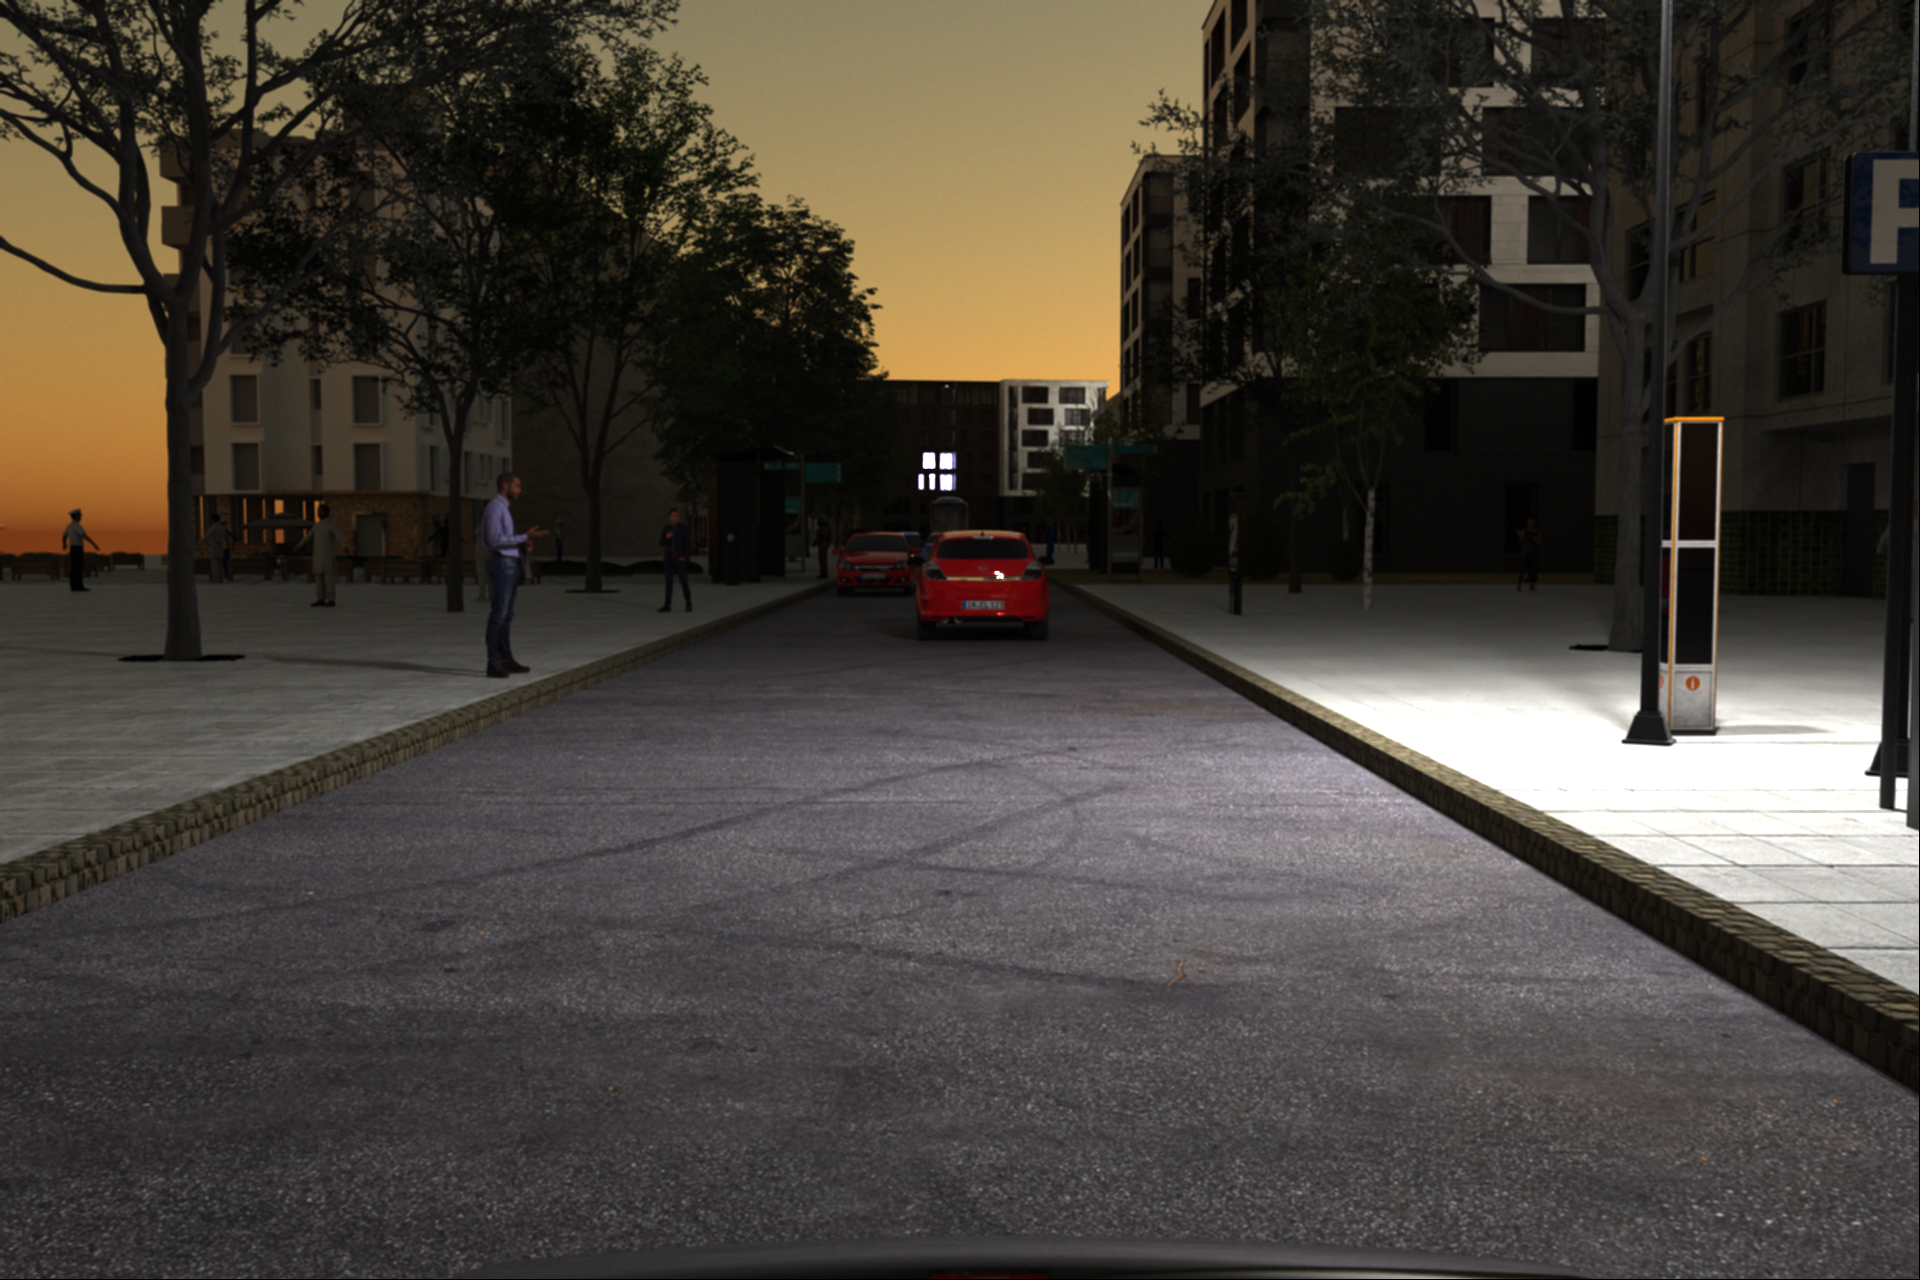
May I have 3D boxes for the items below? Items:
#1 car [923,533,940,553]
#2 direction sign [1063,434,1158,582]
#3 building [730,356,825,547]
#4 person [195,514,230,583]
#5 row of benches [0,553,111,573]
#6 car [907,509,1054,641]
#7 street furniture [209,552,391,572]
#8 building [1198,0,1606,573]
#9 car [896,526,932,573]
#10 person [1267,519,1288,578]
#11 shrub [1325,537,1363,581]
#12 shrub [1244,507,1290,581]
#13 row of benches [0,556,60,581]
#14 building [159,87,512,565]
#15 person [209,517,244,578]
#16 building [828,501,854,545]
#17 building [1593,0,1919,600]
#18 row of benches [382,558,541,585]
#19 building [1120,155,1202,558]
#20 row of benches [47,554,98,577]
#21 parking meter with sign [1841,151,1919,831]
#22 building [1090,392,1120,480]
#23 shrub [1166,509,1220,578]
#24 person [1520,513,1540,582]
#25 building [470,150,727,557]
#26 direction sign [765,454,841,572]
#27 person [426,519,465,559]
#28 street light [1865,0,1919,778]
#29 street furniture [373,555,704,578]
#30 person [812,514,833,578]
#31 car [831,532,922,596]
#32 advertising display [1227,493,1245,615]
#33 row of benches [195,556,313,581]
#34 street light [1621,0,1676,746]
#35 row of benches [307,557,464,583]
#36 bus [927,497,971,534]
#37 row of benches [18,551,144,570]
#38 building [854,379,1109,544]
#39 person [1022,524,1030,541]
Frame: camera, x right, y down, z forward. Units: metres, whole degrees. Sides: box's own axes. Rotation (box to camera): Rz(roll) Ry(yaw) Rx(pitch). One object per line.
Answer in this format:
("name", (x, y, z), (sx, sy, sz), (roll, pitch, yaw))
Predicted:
("car", (-0.809, -4.436, 81.572), (2.155, 1.783, 4.494), (0, 3, 0))
("direction sign", (4.004, -3.491, 45.843), (2.525, 3.948, 1.411), (0, 4, 1))
("building", (-23.905, -19.546, 186.036), (16.747, 18.905, 31.486), (0, 4, 0))
("person", (-19.401, -2.381, 45.118), (0.705, 1.806, 1.347), (1, 4, 12))
("row of benches", (-30.456, -2.572, 57.519), (1.422, 0.672, 4.104), (3, 5, 42))
("car", (0.300, -0.962, 24.773), (2.155, 1.783, 4.494), (0, 3, 0))
("street furniture", (-23.985, -2.920, 63.372), (5.734, 0.657, 10.072), (1, 4, 13))
("building", (23.691, -13.981, 72.568), (27.936, 21.610, 32.646), (0, 3, 0))
("car", (-1.880, -2.885, 56.768), (1.945, 1.707, 3.694), (0, 4, 1))
("person", (9.144, -2.668, 50.424), (1.217, 1.733, 0.721), (-3, 5, -42))
("shrub", (10.432, -2.197, 47.034), (1.383, 1.207, 1.383), (0, 3, 0))
("shrub", (8.272, -2.668, 48.040), (1.690, 2.028, 1.600), (0, 3, 0))
("row of benches", (-27.014, -1.980, 47.830), (4.104, 0.672, 1.422), (-1, 4, -14))
("building", (-27.703, -13.319, 74.184), (16.016, 20.090, 11.380), (0, 4, 1))
("person", (-21.690, -2.733, 51.151), (1.216, 1.772, 0.721), (1, 4, 17))
("building", (-23.078, -23.475, 214.736), (19.493, 23.208, 18.063), (0, 4, 1))
("building", (24.560, -9.890, 28.166), (16.747, 18.905, 31.486), (0, 4, 0))
("row of benches", (-12.674, -1.766, 44.330), (4.104, 0.672, 1.422), (0, 4, 4))
("building", (23.878, -16.271, 110.008), (27.936, 21.610, 32.646), (0, 3, 0))
("row of benches", (-27.196, -2.296, 52.995), (1.422, 0.672, 4.104), (-3, 4, -38))
("parking meter with sign", (4.326, -0.668, 7.183), (0.543, 3.016, 1.738), (0, 4, 1))
("building", (26.259, -23.262, 211.266), (19.493, 23.208, 18.063), (0, 3, 0))
("shrub", (6.845, -2.844, 50.914), (1.690, 2.028, 1.600), (0, 3, 0))
("person", (15.347, -2.482, 46.518), (0.705, 1.837, 1.347), (0, 4, 3))
("building", (-24.836, -16.883, 106.966), (19.493, 23.208, 18.063), (0, 4, 0))
("direction sign", (-5.244, -4.256, 58.348), (2.525, 3.948, 1.411), (0, 4, 0))
("person", (-17.698, -3.270, 59.687), (1.346, 1.802, 0.704), (-1, 4, -21))
("street light", (5.535, -2.233, 9.048), (1.470, 5.913, 1.316), (0, 4, 1))
("street furniture", (-13.221, -2.338, 53.846), (10.072, 0.657, 5.734), (0, 4, 2))
("person", (-4.004, -2.725, 50.321), (0.705, 1.858, 1.354), (1, 4, 11))
("car", (-1.961, -1.977, 41.362), (2.155, 1.783, 4.494), (0, 4, 0))
("advertising display", (4.416, -1.376, 27.708), (0.123, 1.923, 0.974), (0, 4, 0))
("row of benches", (-19.811, -1.992, 48.039), (4.104, 0.672, 1.422), (-2, 4, -31))
("street light", (4.780, -2.319, 10.462), (1.470, 5.913, 1.316), (0, 4, 0))
("row of benches", (-15.247, -1.888, 46.333), (4.104, 0.672, 1.422), (-1, 4, -10))
("bus", (-0.707, -7.803, 119.133), (2.896, 3.916, 12.251), (0, 3, 0))
("row of benches", (-31.184, -2.806, 61.333), (4.104, 0.672, 1.422), (-3, 4, -38))
("building", (1.262, -24.090, 240.310), (32.646, 21.610, 27.936), (-1, 4, -10))
("person", (2.362, -3.325, 63.009), (0.705, 1.806, 1.347), (0, 4, 0))
